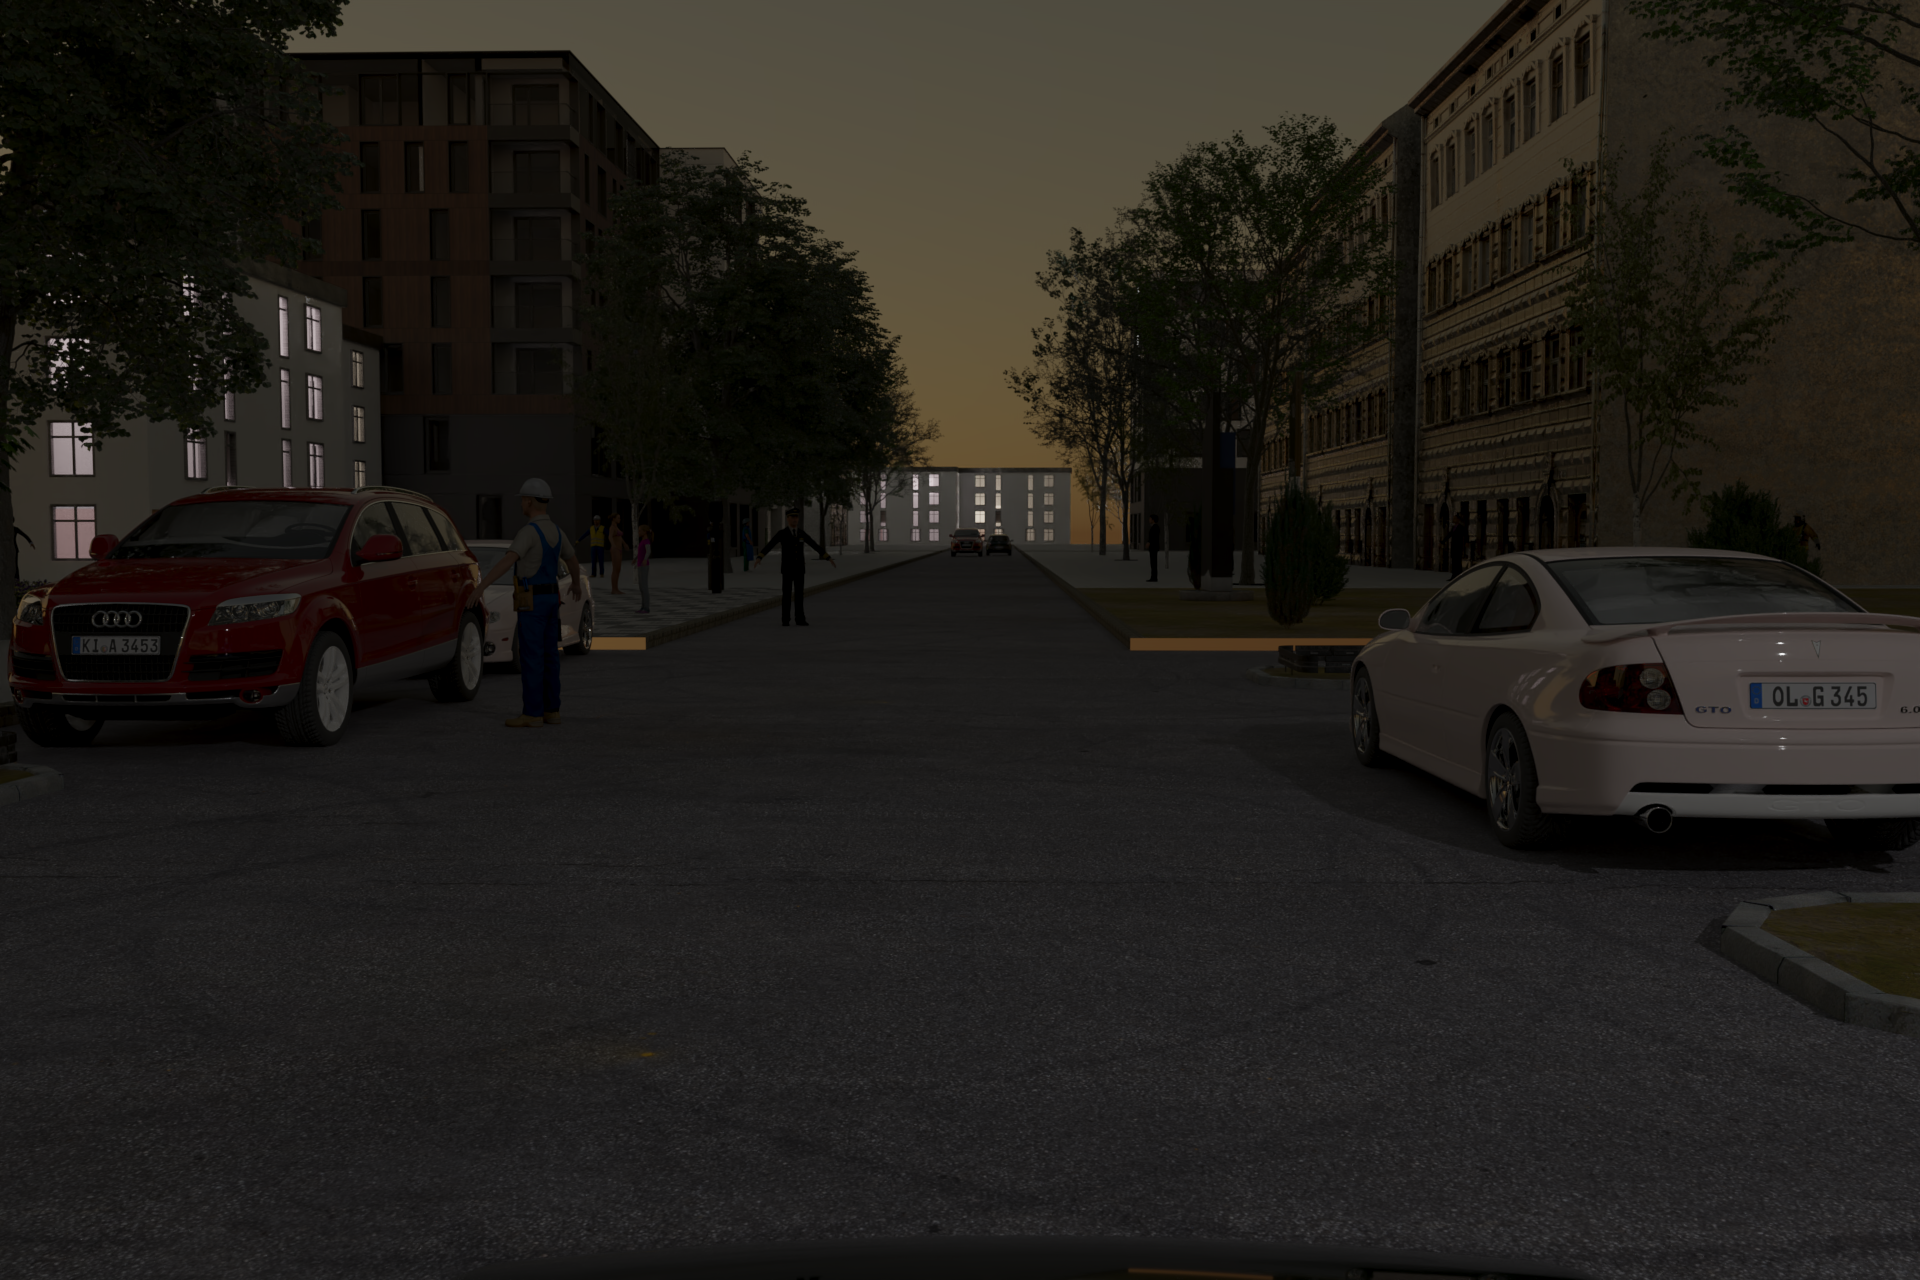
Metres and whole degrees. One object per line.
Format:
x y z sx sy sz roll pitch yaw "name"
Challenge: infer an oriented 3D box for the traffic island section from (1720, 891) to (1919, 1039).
3.595 1.060 5.538 1.991 0.108 1.994 0 4 1 "traffic island section"

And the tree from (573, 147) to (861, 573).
-7.879 -9.156 56.358 9.857 13.997 8.962 0 3 0 "tree"

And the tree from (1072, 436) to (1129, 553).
9.091 -10.398 120.366 4.360 8.622 3.978 0 3 0 "tree"

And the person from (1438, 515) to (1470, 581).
13.445 -2.492 46.974 0.704 1.802 1.346 -1 4 -19 "person"

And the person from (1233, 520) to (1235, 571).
9.261 -3.261 59.445 0.705 1.813 1.348 1 4 13 "person"

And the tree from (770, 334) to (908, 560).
-6.673 -9.779 85.637 9.928 11.665 9.643 0 3 0 "tree"

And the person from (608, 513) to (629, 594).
-7.270 -1.847 37.003 0.721 1.733 1.217 0 4 3 "person"

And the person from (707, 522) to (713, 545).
-7.955 -3.070 56.652 0.721 1.772 1.216 1 4 18 "person"

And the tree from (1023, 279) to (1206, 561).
7.969 -10.593 83.564 12.009 13.543 11.850 0 3 0 "tree"

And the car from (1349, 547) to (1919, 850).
3.399 0.191 9.235 2.083 1.381 4.827 0 3 0 "car"

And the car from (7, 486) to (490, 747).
-5.211 -0.287 13.360 2.281 1.827 5.304 0 4 1 "car"

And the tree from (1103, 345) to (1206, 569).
7.840 -6.969 64.303 4.360 8.622 3.978 0 3 0 "tree"

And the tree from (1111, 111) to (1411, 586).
7.358 -7.171 43.004 9.928 11.665 9.643 0 3 0 "tree"

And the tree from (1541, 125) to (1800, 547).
12.614 -4.968 31.594 4.737 8.622 4.395 0 3 0 "tree"

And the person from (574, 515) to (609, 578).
-10.706 -2.760 51.094 1.349 1.833 0.705 0 4 6 "person"

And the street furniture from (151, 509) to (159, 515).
-14.989 -1.736 35.232 11.010 1.723 9.812 -2 4 -25 "street furniture"

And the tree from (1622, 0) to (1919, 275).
9.920 -5.527 16.123 9.928 11.665 9.643 0 3 0 "tree"

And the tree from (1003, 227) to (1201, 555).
8.894 -15.282 105.742 12.611 20.169 13.585 0 3 0 "tree"

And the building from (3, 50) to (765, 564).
-26.429 -15.057 90.164 27.936 21.610 32.646 0 4 2 "building"

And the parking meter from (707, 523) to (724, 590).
-5.589 -1.910 39.645 0.372 1.533 0.369 0 3 0 "parking meter"

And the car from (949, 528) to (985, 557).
0.453 -6.262 111.052 2.281 1.827 5.304 0 4 1 "car"

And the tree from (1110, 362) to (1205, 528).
7.672 -7.335 70.295 4.360 8.622 3.978 0 3 0 "tree"

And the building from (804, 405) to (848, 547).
-22.119 -21.643 184.784 19.493 23.208 18.063 0 4 2 "building"

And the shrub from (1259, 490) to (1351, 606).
6.215 -1.660 31.178 1.661 2.075 1.752 0 3 0 "shrub"

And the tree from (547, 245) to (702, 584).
-8.327 -5.766 44.638 4.360 8.622 3.978 0 3 0 "tree"

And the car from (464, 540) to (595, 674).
-5.361 -0.421 19.239 2.083 1.381 4.827 0 4 1 "car"

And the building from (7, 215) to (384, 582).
-25.593 -7.193 59.761 9.099 9.664 28.070 0 4 1 "building"

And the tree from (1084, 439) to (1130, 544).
20.539 -18.868 218.866 12.009 13.543 11.850 0 3 0 "tree"

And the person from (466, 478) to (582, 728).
-3.183 -0.284 12.956 0.705 1.847 1.347 1 4 22 "person"

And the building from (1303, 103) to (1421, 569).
25.394 -14.779 72.571 19.493 23.208 18.063 0 4 1 "building"

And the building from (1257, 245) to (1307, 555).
27.455 -16.274 97.000 19.493 23.208 18.063 0 4 1 "building"

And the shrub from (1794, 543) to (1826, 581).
12.550 -0.922 26.200 1.383 1.207 1.383 0 3 0 "shrub"

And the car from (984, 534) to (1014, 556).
2.601 -6.512 116.259 2.009 1.686 4.222 0 4 1 "car"

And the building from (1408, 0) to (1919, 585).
25.272 -13.502 51.680 19.493 23.208 18.063 0 4 1 "building"

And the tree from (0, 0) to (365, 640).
-11.943 -6.977 20.725 9.857 13.997 8.962 0 3 0 "tree"

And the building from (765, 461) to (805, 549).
-23.317 -17.077 145.665 16.747 18.905 31.486 0 4 2 "building"

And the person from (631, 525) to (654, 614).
-5.167 -1.144 27.963 0.599 1.433 0.991 -1 4 -21 "person"

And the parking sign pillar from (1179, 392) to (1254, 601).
4.986 -2.757 33.549 1.447 3.967 1.447 0 4 -1 "parking sign pillar"

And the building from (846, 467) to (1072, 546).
-0.147 -16.607 216.126 28.070 9.664 9.099 0 4 4 "building"

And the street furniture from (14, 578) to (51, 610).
-14.882 -0.973 22.761 11.010 1.723 9.812 -2 4 -29 "street furniture"

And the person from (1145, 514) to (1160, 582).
5.181 -2.470 46.579 0.705 1.806 1.347 1 4 13 "person"

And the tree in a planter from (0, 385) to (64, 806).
-6.037 -0.731 9.174 1.991 3.239 1.994 0 4 1 "tree in a planter"

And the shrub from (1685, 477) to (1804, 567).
10.856 -1.228 24.116 1.661 2.075 1.752 0 3 0 "shrub"

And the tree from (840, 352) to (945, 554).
-6.035 -12.480 114.412 12.009 13.543 11.850 0 3 0 "tree"

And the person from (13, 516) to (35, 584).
-22.222 -2.063 40.453 1.216 1.740 0.721 0 4 -5 "person"

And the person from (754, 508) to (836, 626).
-2.597 -1.141 27.049 1.347 1.837 0.705 -2 4 -25 "person"

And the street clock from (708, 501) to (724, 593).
-5.261 -2.009 37.411 0.358 2.002 0.471 0 4 2 "street clock"

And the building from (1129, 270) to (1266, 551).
28.520 -18.733 150.260 27.936 21.610 32.646 0 4 1 "building"

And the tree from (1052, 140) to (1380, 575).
7.975 -8.785 53.998 12.009 13.543 11.850 0 3 0 "tree"

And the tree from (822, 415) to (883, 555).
-7.335 -9.381 103.742 4.360 8.622 3.978 0 3 0 "tree"

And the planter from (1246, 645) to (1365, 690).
3.840 0.260 16.893 1.991 0.319 1.994 0 4 1 "planter"

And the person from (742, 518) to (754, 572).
-7.124 -3.184 58.178 0.704 1.817 1.347 -1 4 -12 "person"

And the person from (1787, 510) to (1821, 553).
20.147 -2.193 41.621 0.705 1.858 1.354 -1 4 -23 "person"

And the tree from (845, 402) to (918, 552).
-6.548 -12.252 126.076 9.928 11.665 9.643 0 3 0 "tree"

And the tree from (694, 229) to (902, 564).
-6.945 -10.216 73.692 9.857 13.997 8.962 0 3 0 "tree"

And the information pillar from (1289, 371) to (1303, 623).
4.861 -2.068 25.174 0.183 3.616 0.504 0 4 0 "information pillar"
